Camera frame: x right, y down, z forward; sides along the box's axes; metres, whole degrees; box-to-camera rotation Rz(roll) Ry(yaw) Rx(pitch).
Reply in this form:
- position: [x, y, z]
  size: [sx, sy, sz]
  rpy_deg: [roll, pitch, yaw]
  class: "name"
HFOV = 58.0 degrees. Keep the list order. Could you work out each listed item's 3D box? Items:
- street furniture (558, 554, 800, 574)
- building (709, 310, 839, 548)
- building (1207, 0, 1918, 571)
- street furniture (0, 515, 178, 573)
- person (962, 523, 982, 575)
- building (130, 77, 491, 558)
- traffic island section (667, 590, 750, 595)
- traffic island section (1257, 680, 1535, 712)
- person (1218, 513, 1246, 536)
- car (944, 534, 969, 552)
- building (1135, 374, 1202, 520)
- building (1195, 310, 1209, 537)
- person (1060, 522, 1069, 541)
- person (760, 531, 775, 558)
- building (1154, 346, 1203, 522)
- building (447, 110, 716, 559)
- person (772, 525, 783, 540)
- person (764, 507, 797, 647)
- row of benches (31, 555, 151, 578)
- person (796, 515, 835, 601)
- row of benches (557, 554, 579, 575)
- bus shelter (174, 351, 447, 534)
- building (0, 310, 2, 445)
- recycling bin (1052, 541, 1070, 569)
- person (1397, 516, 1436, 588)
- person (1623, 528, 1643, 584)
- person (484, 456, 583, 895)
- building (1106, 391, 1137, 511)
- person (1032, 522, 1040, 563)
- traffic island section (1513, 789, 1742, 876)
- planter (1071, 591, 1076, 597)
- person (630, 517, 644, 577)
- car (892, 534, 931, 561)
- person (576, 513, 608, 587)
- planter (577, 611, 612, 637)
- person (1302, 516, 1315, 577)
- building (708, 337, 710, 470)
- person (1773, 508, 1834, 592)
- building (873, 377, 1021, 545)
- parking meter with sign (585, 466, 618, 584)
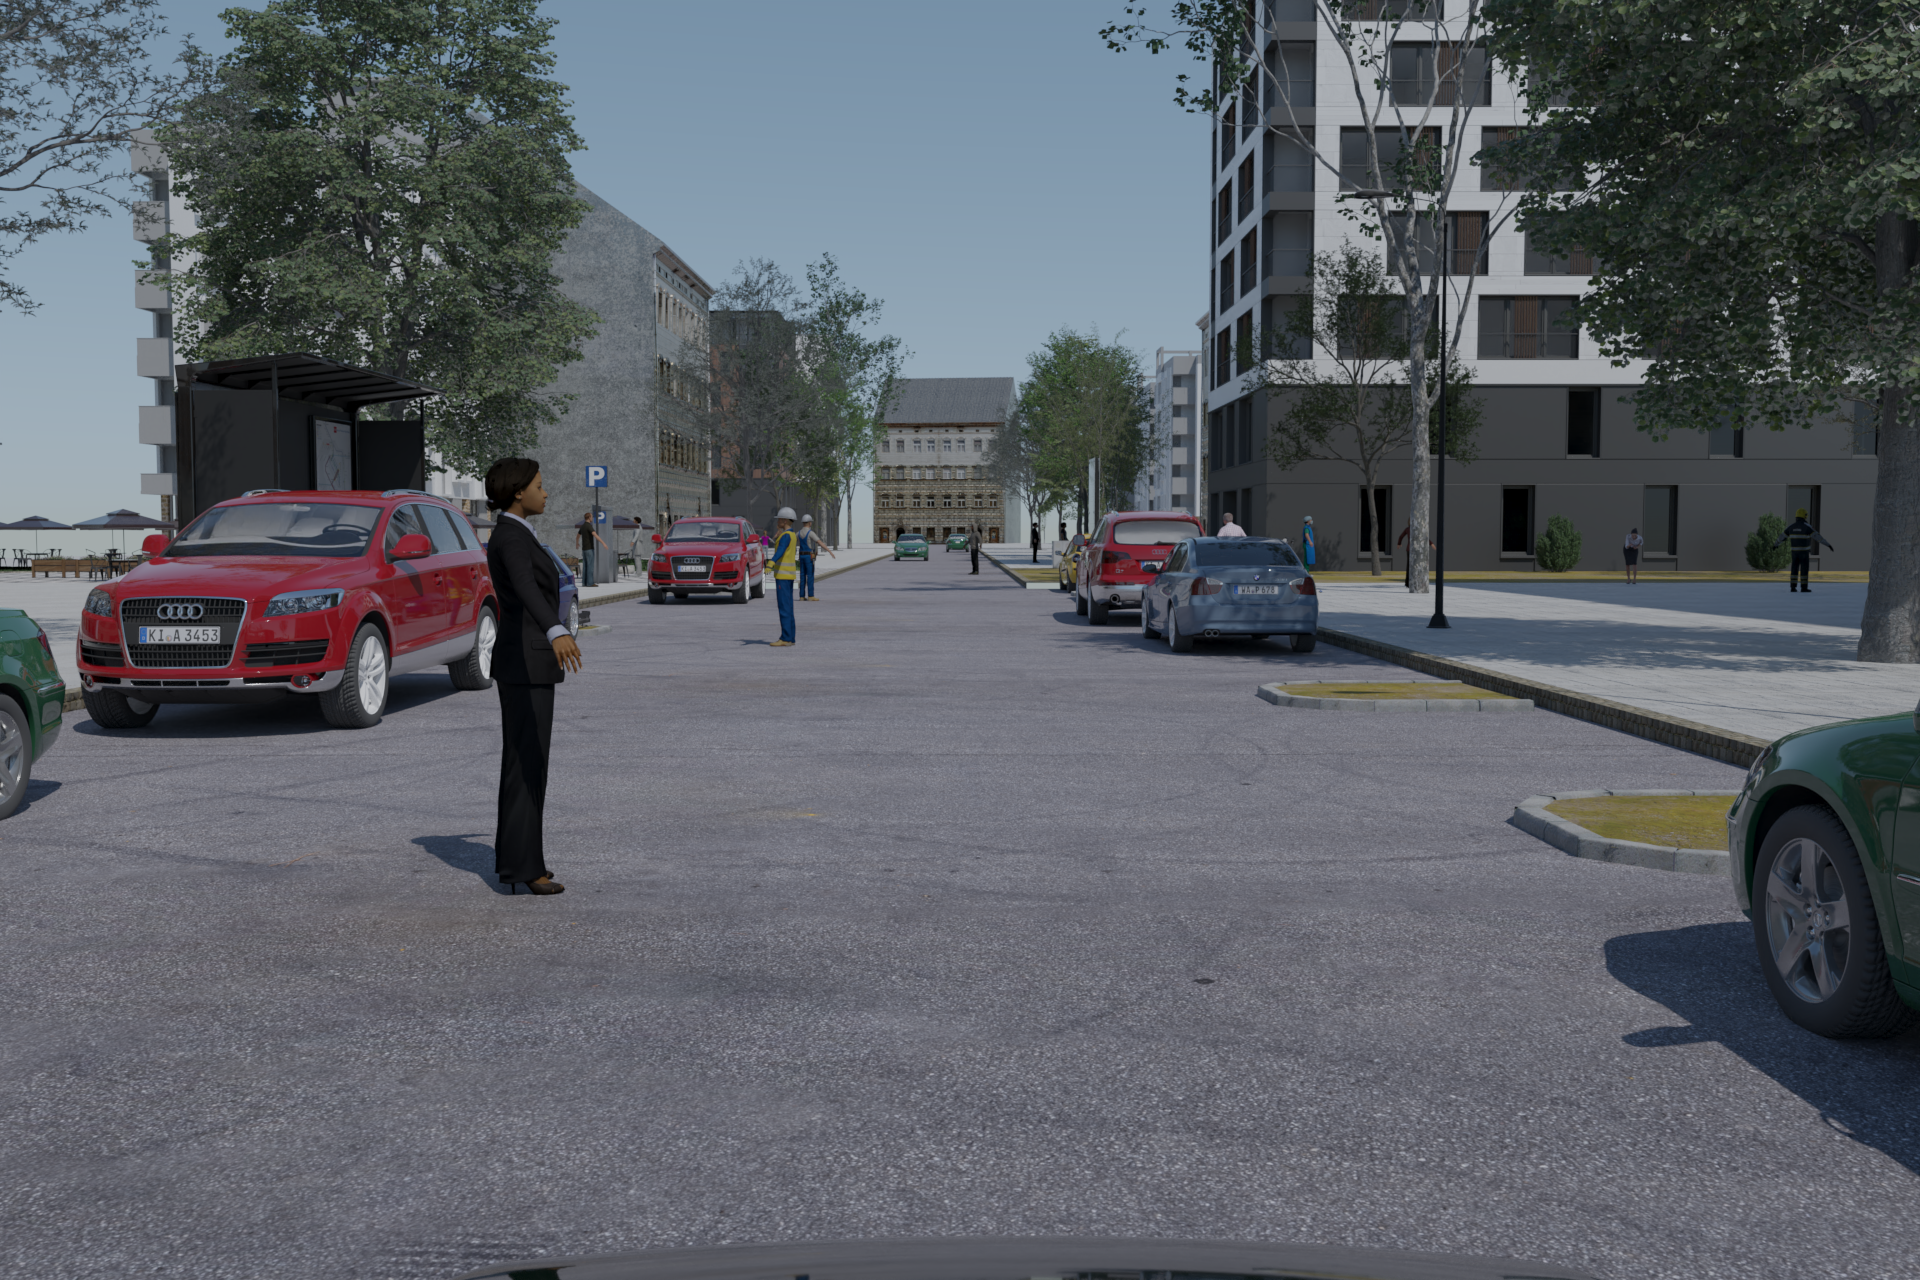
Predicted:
- position: [-10.215, -2.590, 57.971]
  size: [10.072, 0.657, 5.734]
  rpy_deg: [0, 4, 0]
  class: "street furniture"
- position: [-27.199, -20.221, 174.594]
  size: [27.936, 21.610, 32.646]
  rpy_deg: [0, 4, 0]
  class: "building"
- position: [24.392, -14.138, 75.134]
  size: [27.936, 21.610, 32.646]
  rpy_deg: [0, 3, 0]
  class: "building"
- position: [-33.328, -3.389, 60.434]
  size: [27.439, 1.986, 14.083]
  rpy_deg: [-1, 4, -9]
  class: "street furniture"
- position: [0.489, -3.203, 60.960]
  size: [0.705, 1.813, 1.348]
  rpy_deg: [-2, 4, -27]
  class: "person"
- position: [-28.229, -13.256, 73.149]
  size: [16.016, 20.090, 11.380]
  rpy_deg: [0, 4, -1]
  class: "building"
- position: [-6.107, -1.149, 41.660]
  size: [1.991, 0.108, 1.994]
  rpy_deg: [0, 4, -1]
  class: "traffic island section"
- position: [3.630, 0.483, 14.965]
  size: [1.991, 0.108, 1.994]
  rpy_deg: [0, 4, -1]
  class: "traffic island section"
- position: [5.547, -1.753, 35.641]
  size: [0.756, 1.711, 0.436]
  rpy_deg: [-1, 4, -11]
  class: "person"
- position: [-0.195, -7.630, 136.548]
  size: [2.131, 1.459, 4.920]
  rpy_deg: [0, 4, 0]
  class: "car"
- position: [25.783, -21.204, 203.105]
  size: [16.016, 20.090, 11.380]
  rpy_deg: [0, 4, 0]
  class: "building"
- position: [26.538, -17.383, 115.149]
  size: [19.493, 23.208, 18.063]
  rpy_deg: [0, 4, 0]
  class: "building"
- position: [4.700, -4.385, 77.844]
  size: [0.704, 1.843, 1.345]
  rpy_deg: [1, 4, 12]
  class: "person"
- position: [-8.571, -4.087, 76.081]
  size: [0.991, 1.433, 0.599]
  rpy_deg: [-1, 4, -15]
  class: "person"
- position: [24.878, -19.489, 175.063]
  size: [16.016, 20.090, 11.380]
  rpy_deg: [0, 4, 0]
  class: "building"
- position: [-24.993, -16.403, 99.121]
  size: [19.493, 23.208, 18.063]
  rpy_deg: [0, 4, 1]
  class: "building"
- position: [-8.277, -4.387, 78.522]
  size: [0.721, 1.733, 1.217]
  rpy_deg: [1, 4, 19]
  class: "person"
- position: [-2.314, -0.812, 22.190]
  size: [0.721, 1.772, 1.216]
  rpy_deg: [0, 4, 7]
  class: "person"
- position: [-25.063, -2.148, 50.583]
  size: [4.104, 0.672, 1.422]
  rpy_deg: [1, 4, 10]
  class: "row of benches"
- position: [-3.252, -1.757, 37.037]
  size: [1.347, 1.847, 0.705]
  rpy_deg: [2, 4, 34]
  class: "person"
- position: [-13.960, -2.352, 53.914]
  size: [4.104, 0.672, 1.422]
  rpy_deg: [0, 4, 7]
  class: "row of benches"
- position: [-9.294, -2.089, 25.440]
  size: [1.731, 3.624, 6.357]
  rpy_deg: [0, 4, 0]
  class: "bus shelter"
- position: [-31.836, -12.908, 30.124]
  size: [14.460, 24.649, 34.723]
  rpy_deg: [0, 4, 0]
  class: "building"
- position: [3.801, -3.181, 64.568]
  size: [0.722, 1.027, 0.722]
  rpy_deg: [0, 4, 0]
  class: "recycling bin"
- position: [10.807, -2.098, 41.104]
  size: [0.721, 1.729, 1.215]
  rpy_deg: [-2, 4, -30]
  class: "person"
- position: [17.185, -2.145, 44.304]
  size: [0.628, 1.438, 0.799]
  rpy_deg: [-1, 4, -16]
  class: "person"
- position: [-1.686, 0.134, 6.995]
  size: [0.721, 1.740, 1.216]
  rpy_deg: [-1, 4, -21]
  class: "person"
- position: [23.844, -22.357, 221.960]
  size: [16.016, 20.090, 11.380]
  rpy_deg: [0, 4, -1]
  class: "building"
- position: [3.377, -4.333, 77.037]
  size: [0.705, 1.806, 1.347]
  rpy_deg: [1, 4, 10]
  class: "person"
- position: [3.725, 0.899, 8.162]
  size: [1.991, 0.108, 1.994]
  rpy_deg: [0, 4, -1]
  class: "traffic island section"
- position: [3.591, -1.168, 40.243]
  size: [1.991, 0.319, 1.994]
  rpy_deg: [0, 4, -1]
  class: "planter"
- position: [-9.771, -2.823, 52.337]
  size: [0.705, 1.806, 1.347]
  rpy_deg: [0, 4, -4]
  class: "person"
- position: [-2.596, -4.971, 93.077]
  size: [2.131, 1.459, 4.920]
  rpy_deg: [0, 4, -1]
  class: "car"
- position: [-8.985, -2.187, 41.980]
  size: [0.705, 1.803, 1.348]
  rpy_deg: [-3, 5, -44]
  class: "person"
- position: [-6.101, -0.232, 24.933]
  size: [1.991, 0.319, 1.994]
  rpy_deg: [0, 4, 0]
  class: "planter"
- position: [10.398, -2.784, 51.649]
  size: [0.704, 1.817, 1.347]
  rpy_deg: [1, 4, 10]
  class: "person"
- position: [-28.429, -17.874, 123.171]
  size: [19.493, 23.208, 18.063]
  rpy_deg: [0, 3, 0]
  class: "building"
- position: [18.549, -1.983, 38.193]
  size: [0.704, 1.858, 1.351]
  rpy_deg: [-3, 4, -36]
  class: "person"
- position: [-1.504, -24.986, 241.902]
  size: [18.063, 23.208, 19.493]
  rpy_deg: [1, 4, 8]
  class: "building"
- position: [-9.272, -2.984, 45.046]
  size: [0.543, 3.016, 1.738]
  rpy_deg: [0, 4, -1]
  class: "parking meter with sign"
